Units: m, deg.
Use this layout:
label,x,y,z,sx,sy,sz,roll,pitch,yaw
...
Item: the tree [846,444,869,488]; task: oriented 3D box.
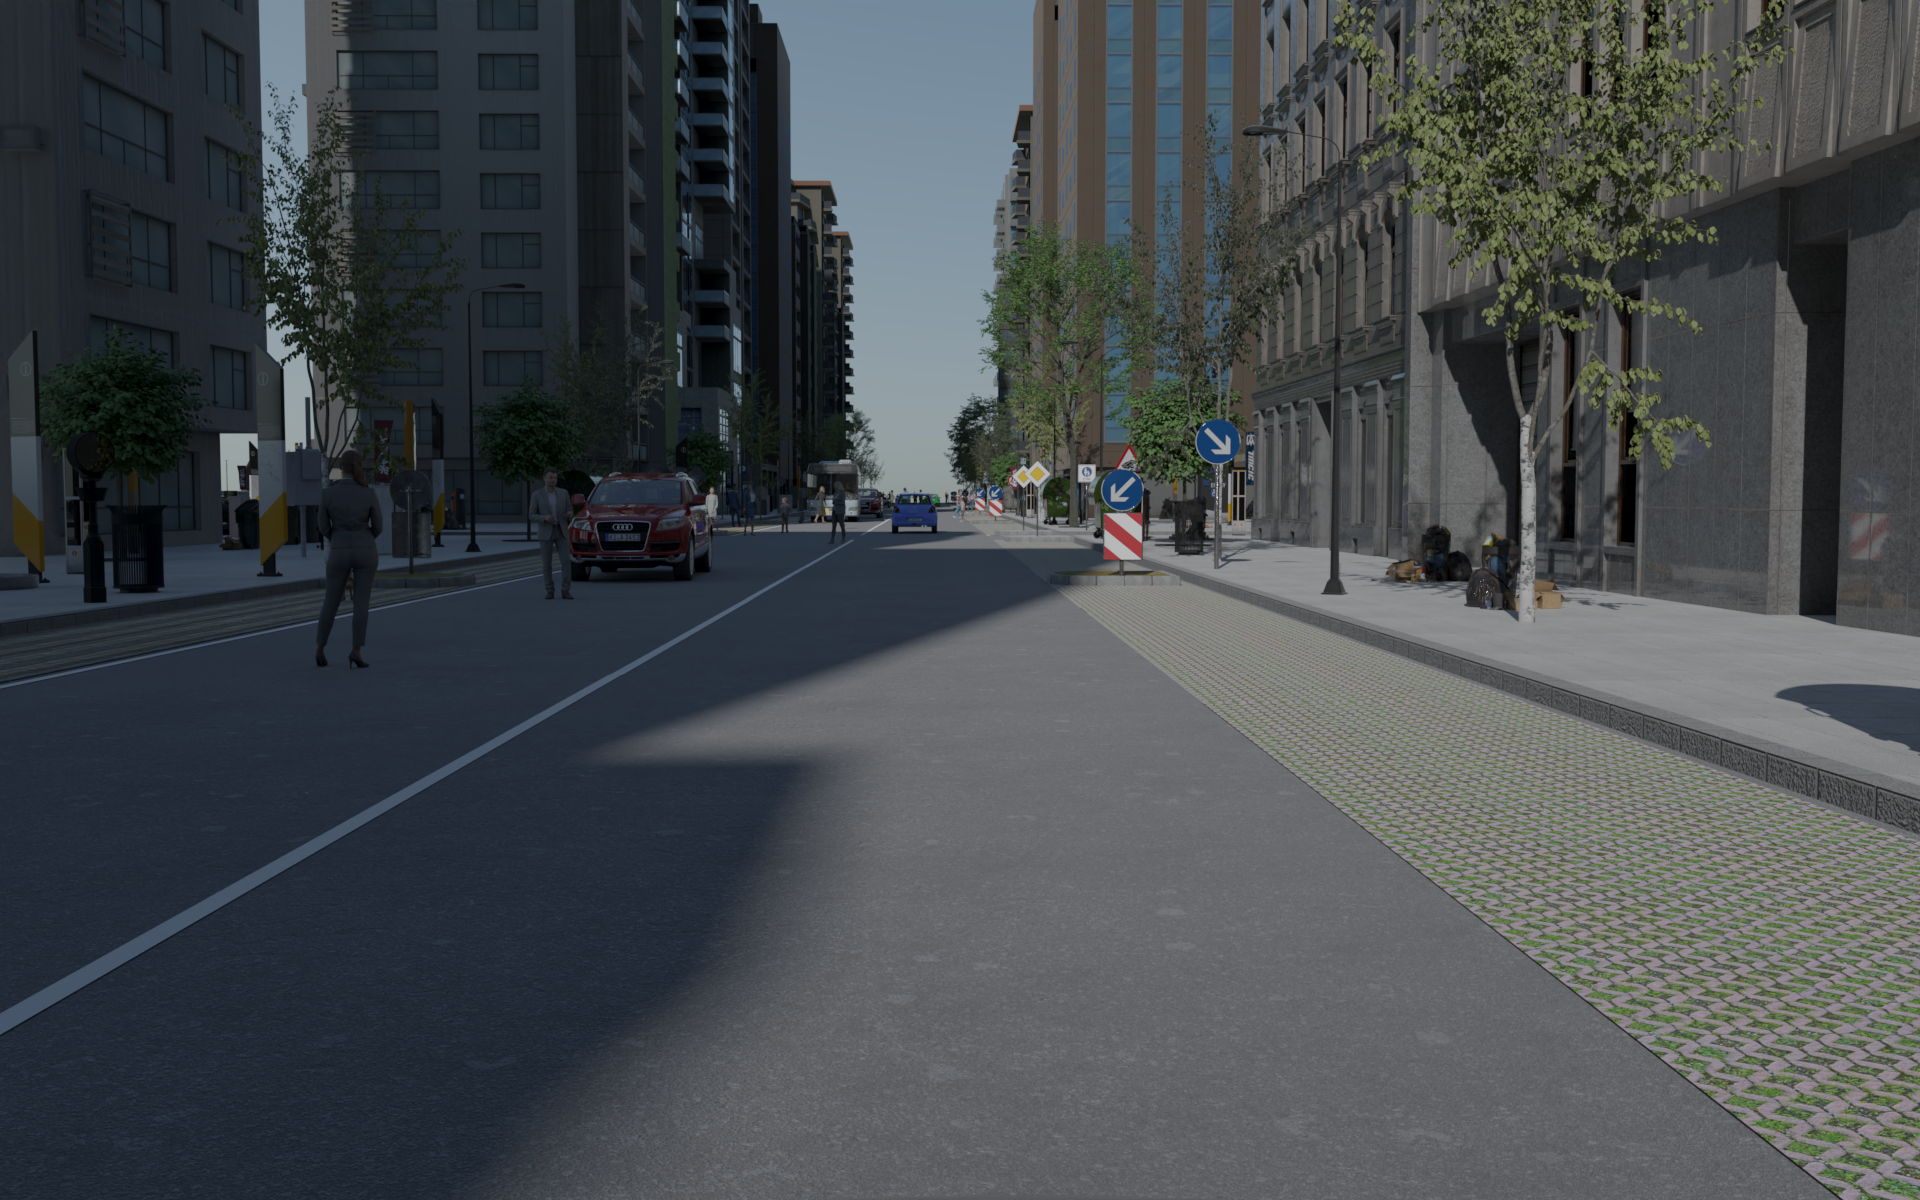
label,x,y,z,sx,sy,sz,roll,pitch,yaw
tree,-14.710,-17.310,233.375,4.360,8.622,3.978,0,3,0

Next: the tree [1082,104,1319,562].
label,x,y,z,sx,sy,sz,roll,pitch,yaw
tree,4.743,-5.046,32.860,4.360,8.622,3.978,0,3,0

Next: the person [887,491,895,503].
label,x,y,z,sx,sy,sz,roll,pitch,yaw
person,-9.877,-14.387,243.804,1.350,1.814,0.705,0,4,-6

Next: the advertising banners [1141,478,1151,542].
label,x,y,z,sx,sy,sz,roll,pitch,yaw
advertising banners,5.009,-3.099,46.862,0.090,3.025,2.074,1,4,13

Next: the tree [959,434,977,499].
label,x,y,z,sx,sy,sz,roll,pitch,yaw
tree,2.118,-15.758,208.012,4.737,8.622,4.395,0,3,0

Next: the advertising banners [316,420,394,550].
label,x,y,z,sx,sy,sz,roll,pitch,yaw
advertising banners,-14.055,-2.700,40.328,0.090,3.025,2.074,3,4,37

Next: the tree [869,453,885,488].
label,x,y,z,sx,sy,sz,roll,pitch,yaw
tree,-14.520,-18.949,260.174,4.360,8.622,3.978,0,3,0

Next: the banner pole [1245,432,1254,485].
label,x,y,z,sx,sy,sz,roll,pitch,yaw
banner pole,10.358,-4.334,60.877,0.863,3.779,0.401,3,5,43

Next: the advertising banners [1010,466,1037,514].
label,x,y,z,sx,sy,sz,roll,pitch,yaw
advertising banners,4.201,-6.942,109.697,2.074,3.025,0.090,0,4,6

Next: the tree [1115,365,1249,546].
label,x,y,z,sx,sy,sz,roll,pitch,yaw
tree,5.479,-3.622,42.929,4.285,4.588,4.351,0,3,0

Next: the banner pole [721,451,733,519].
label,x,y,z,sx,sy,sz,roll,pitch,yaw
banner pole,-11.902,-6.007,88.235,0.863,3.779,0.401,1,4,18

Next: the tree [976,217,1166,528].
label,x,y,z,sx,sy,sz,roll,pitch,yaw
tree,4.207,-8.577,65.986,9.928,11.665,9.643,0,3,0

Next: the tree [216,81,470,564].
label,x,y,z,sx,sy,sz,roll,pitch,yaw
tree,-11.401,-4.961,31.471,4.737,8.622,4.395,0,3,0

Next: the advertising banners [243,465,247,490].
label,x,y,z,sx,sy,sz,roll,pitch,yaw
advertising banners,-42.893,-6.684,105.477,2.074,3.025,0.090,-1,4,-16

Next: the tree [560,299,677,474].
label,x,y,z,sx,sy,sz,roll,pitch,yaw
tree,-12.646,-6.982,64.513,4.360,8.622,3.978,0,3,0

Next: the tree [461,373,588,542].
label,x,y,z,sx,sy,sz,roll,pitch,yaw
tree,-11.844,-3.877,47.103,4.285,4.588,4.351,0,3,0

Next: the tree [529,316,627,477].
label,x,y,z,sx,sy,sz,roll,pitch,yaw
tree,-15.603,-7.387,71.141,4.737,8.622,4.395,0,3,0

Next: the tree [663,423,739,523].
label,x,y,z,sx,sy,sz,roll,pitch,yaw
tree,-11.604,-5.785,78.293,4.285,4.588,4.351,0,3,0

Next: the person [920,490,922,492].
label,x,y,z,sx,sy,sz,roll,pitch,yaw
person,-3.472,-9.056,156.437,0.599,1.838,0.709,0,4,1

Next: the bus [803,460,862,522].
label,x,y,z,sx,sy,sz,roll,pitch,yaw
bus,-6.628,-5.958,92.266,2.948,3.499,13.247,0,4,-3

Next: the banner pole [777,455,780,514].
label,x,y,z,sx,sy,sz,roll,pitch,yaw
banner pole,-11.518,-7.330,109.860,0.401,3.779,0.863,0,4,2

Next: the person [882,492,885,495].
label,x,y,z,sx,sy,sz,roll,pitch,yaw
person,-11.814,-15.791,266.819,1.348,1.807,0.705,0,4,3

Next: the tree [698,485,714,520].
label,x,y,z,sx,sy,sz,roll,pitch,yaw
tree,-12.764,-5.560,85.515,1.663,3.219,1.824,0,3,0

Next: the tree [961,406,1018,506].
label,x,y,z,sx,sy,sz,roll,pitch,yaw
tree,2.938,-11.834,143.845,4.360,8.622,3.978,0,3,0

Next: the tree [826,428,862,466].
label,x,y,z,sx,sy,sz,roll,pitch,yaw
tree,-13.114,-14.879,193.638,4.737,8.622,4.395,0,3,0

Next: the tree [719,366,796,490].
label,x,y,z,sx,sy,sz,roll,pitch,yaw
tree,-11.819,-9.134,99.706,4.737,8.622,4.395,0,3,0

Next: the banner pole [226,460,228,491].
label,x,y,z,sx,sy,sz,roll,pitch,yaw
banner pole,-53.819,-8.389,127.177,0.401,3.779,0.863,-1,4,-23

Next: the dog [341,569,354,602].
label,x,y,z,sx,sy,sz,roll,pitch,yaw
dog,-8.165,-0.232,23.075,0.540,0.507,0.406,2,4,25

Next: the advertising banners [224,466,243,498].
label,x,y,z,sx,sy,sz,roll,pitch,yaw
advertising banners,-27.771,-4.152,64.067,2.074,3.025,0.090,-1,4,-19

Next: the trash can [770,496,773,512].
label,x,y,z,sx,sy,sz,roll,pitch,yaw
trash can,-13.559,-6.792,122.699,0.748,1.137,0.748,0,3,0

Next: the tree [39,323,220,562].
label,x,y,z,sx,sy,sz,roll,pitch,yaw
tree,-16.121,-3.040,33.417,4.285,4.588,4.351,0,3,0

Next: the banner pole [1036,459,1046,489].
label,x,y,z,sx,sy,sz,roll,pitch,yaw
banner pole,5.375,-7.581,113.966,0.863,3.779,0.401,0,4,3

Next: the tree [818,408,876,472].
label,x,y,z,sx,sy,sz,roll,pitch,yaw
tree,-13.580,-17.273,208.169,9.928,11.665,9.643,0,3,0

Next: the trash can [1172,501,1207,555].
label,x,y,z,sx,sy,sz,roll,pitch,yaw
trash can,4.820,-1.516,36.435,0.748,1.137,0.748,0,3,0

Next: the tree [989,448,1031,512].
label,x,y,z,sx,sy,sz,roll,pitch,yaw
tree,3.681,-8.535,123.256,4.285,4.588,4.351,0,3,0

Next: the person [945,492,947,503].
label,x,y,z,sx,sy,sz,roll,pitch,yaw
person,-2.187,-16.695,282.288,0.721,1.723,1.217,2,4,25

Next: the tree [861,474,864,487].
label,x,y,z,sx,sy,sz,roll,pitch,yaw
tree,-14.089,-14.692,223.928,4.285,4.588,4.351,0,3,0

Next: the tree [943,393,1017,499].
label,x,y,z,sx,sy,sz,roll,pitch,yaw
tree,2.768,-19.094,218.839,9.857,13.997,8.962,0,3,0

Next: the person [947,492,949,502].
label,x,y,z,sx,sy,sz,roll,pitch,yaw
person,-2.140,-17.433,294.450,0.530,1.710,0.541,-2,4,-29

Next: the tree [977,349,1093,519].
label,x,y,z,sx,sy,sz,roll,pitch,yaw
tree,4.204,-8.359,87.031,4.737,8.622,4.395,0,3,0

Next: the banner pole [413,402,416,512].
label,x,y,z,sx,sy,sz,roll,pitch,yaw
banner pole,-14.827,-3.491,47.095,0.401,3.779,0.863,-1,4,-22

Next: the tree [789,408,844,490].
label,x,y,z,sx,sy,sz,roll,pitch,yaw
tree,-12.866,-12.209,149.982,4.360,8.622,3.978,0,3,0

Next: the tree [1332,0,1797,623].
label,x,y,z,sx,sy,sz,roll,pitch,yaw
tree,5.634,-4.065,16.826,4.737,8.622,4.395,0,3,0

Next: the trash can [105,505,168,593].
label,x,y,z,sx,sy,sz,roll,pitch,yaw
trash can,-10.715,-0.668,22.574,0.748,1.137,0.748,0,3,0

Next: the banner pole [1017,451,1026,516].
label,x,y,z,sx,sy,sz,roll,pitch,yaw
banner pole,3.526,-6.715,99.799,0.863,3.779,0.401,3,5,43
